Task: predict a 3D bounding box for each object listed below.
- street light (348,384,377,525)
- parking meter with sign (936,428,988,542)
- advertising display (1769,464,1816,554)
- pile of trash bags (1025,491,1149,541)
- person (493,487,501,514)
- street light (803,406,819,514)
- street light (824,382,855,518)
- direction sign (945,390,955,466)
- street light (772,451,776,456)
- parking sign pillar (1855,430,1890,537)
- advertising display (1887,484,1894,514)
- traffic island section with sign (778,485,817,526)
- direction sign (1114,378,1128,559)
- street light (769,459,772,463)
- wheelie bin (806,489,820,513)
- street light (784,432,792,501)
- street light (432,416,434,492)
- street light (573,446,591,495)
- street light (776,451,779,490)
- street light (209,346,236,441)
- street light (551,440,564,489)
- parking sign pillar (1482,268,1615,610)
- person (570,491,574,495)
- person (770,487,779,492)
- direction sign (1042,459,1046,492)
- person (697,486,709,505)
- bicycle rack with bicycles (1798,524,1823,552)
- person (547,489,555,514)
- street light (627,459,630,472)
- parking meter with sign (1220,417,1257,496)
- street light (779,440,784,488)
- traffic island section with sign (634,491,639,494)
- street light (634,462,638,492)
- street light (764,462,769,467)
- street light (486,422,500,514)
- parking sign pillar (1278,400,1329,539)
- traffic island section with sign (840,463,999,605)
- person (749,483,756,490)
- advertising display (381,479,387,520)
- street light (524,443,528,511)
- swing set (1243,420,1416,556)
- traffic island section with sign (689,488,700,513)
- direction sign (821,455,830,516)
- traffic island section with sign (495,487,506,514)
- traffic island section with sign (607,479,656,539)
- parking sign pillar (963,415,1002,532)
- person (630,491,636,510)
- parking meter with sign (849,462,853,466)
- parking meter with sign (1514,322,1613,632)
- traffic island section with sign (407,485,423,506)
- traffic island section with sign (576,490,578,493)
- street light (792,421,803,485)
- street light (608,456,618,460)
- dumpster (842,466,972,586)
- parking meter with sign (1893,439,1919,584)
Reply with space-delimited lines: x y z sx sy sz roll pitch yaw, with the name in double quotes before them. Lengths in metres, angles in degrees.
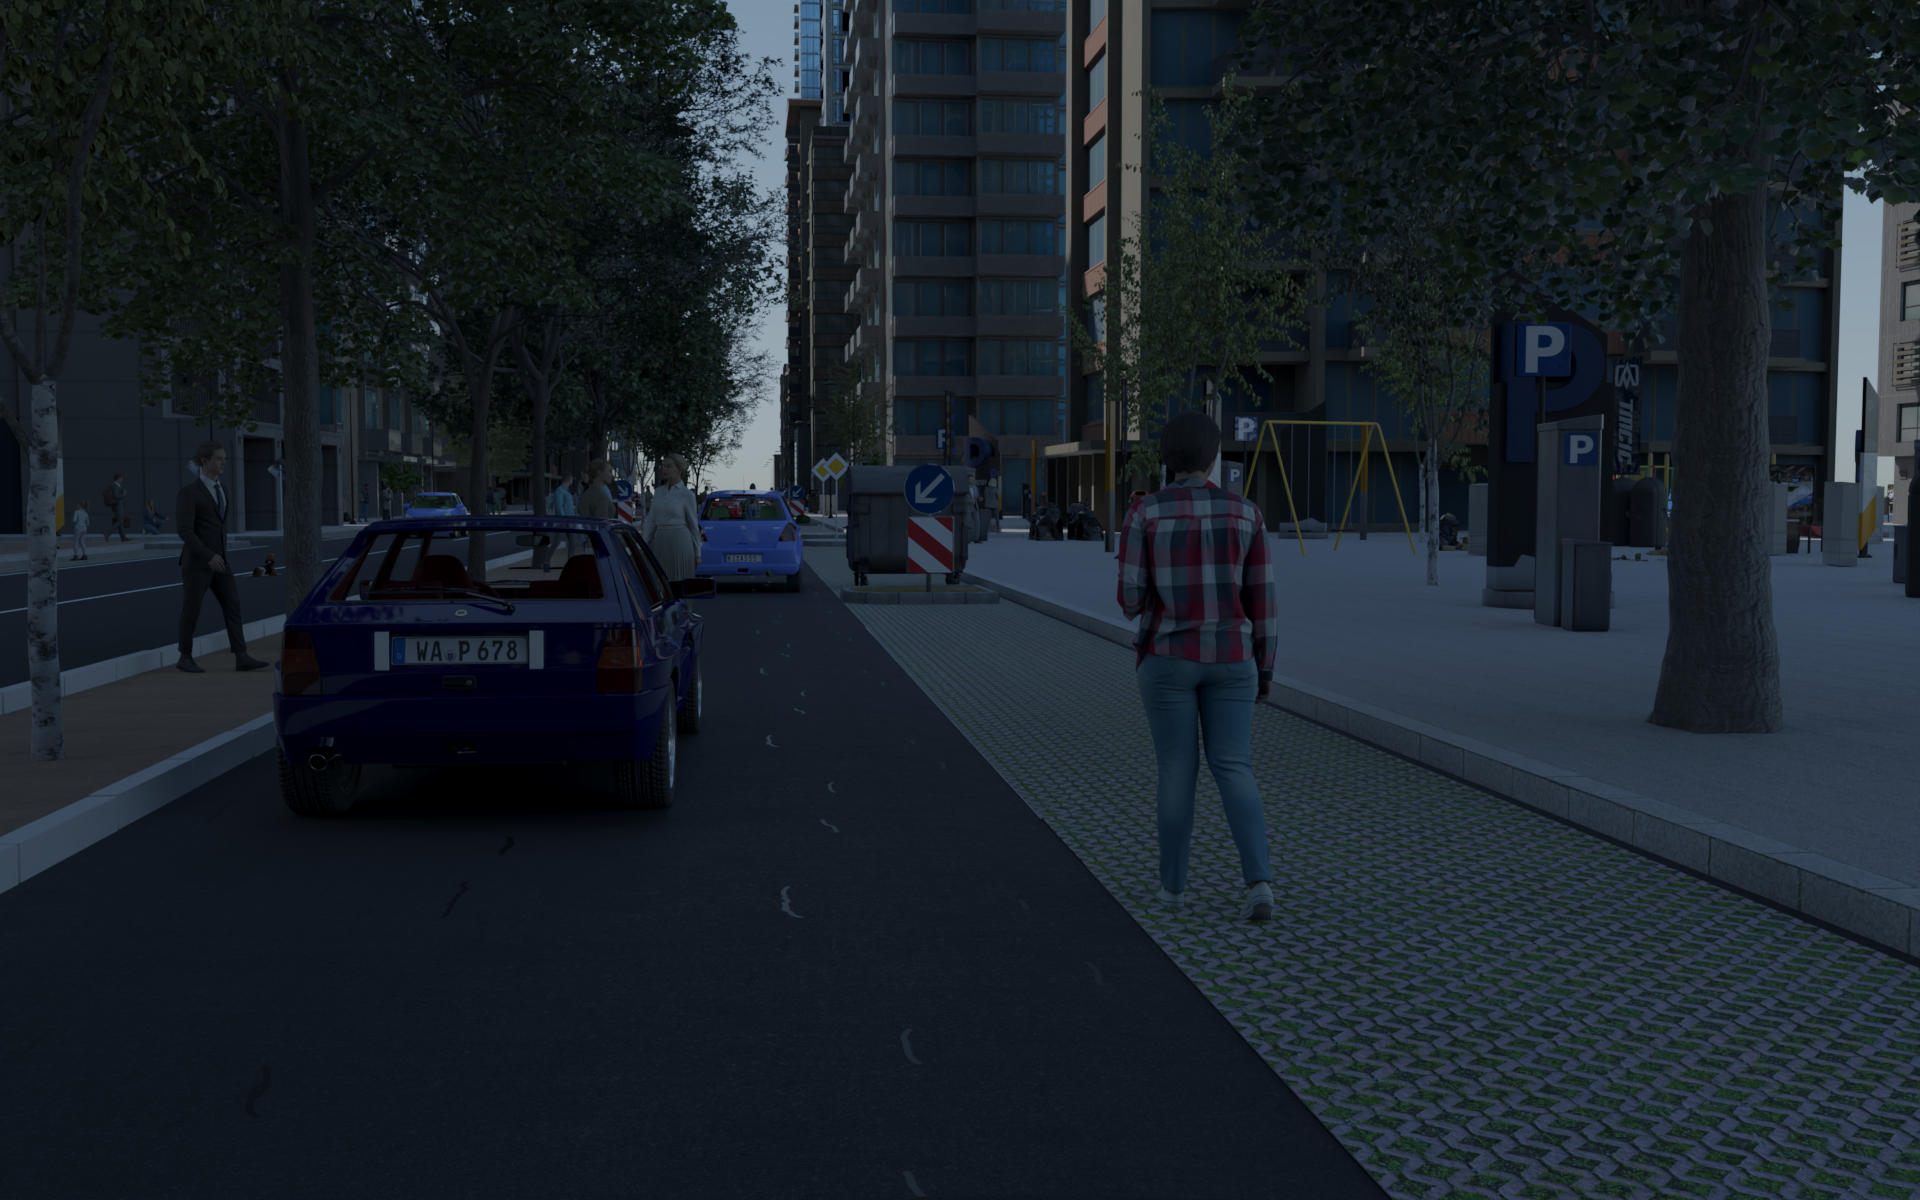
"street light" -24.963 -6.122 72.630 1.470 5.913 1.316 0 4 -7
"parking meter with sign" 0.089 -3.078 46.589 0.543 3.016 1.738 3 4 36
"advertising display" 17.881 -1.963 37.313 0.974 1.923 0.123 0 4 4
"pile of trash bags" 3.588 -2.342 48.046 3.447 1.369 1.912 0 4 5
"person" -25.652 -5.319 95.712 0.529 1.795 0.600 3 4 36
"street light" -7.378 -7.270 91.410 1.470 5.913 1.316 0 4 -7
"street light" -4.959 -6.098 72.250 1.470 5.913 1.316 0 4 -7
"direction sign" -0.223 -2.826 38.195 0.379 3.537 0.876 1 4 12
"street light" -19.220 -13.098 186.699 1.470 5.913 1.316 0 4 -7
"parking sign pillar" 27.086 -3.878 51.883 1.447 3.967 1.447 2 4 30
"advertising display" 60.461 -6.551 112.316 0.123 1.923 0.974 0 4 -3
"traffic island section with sign" -7.490 -4.257 78.229 1.989 1.847 2.006 0 4 -7
"direction sign" 3.238 -2.580 34.187 0.379 3.537 0.876 1 4 12
"street light" -21.638 -14.281 206.037 1.470 5.913 1.316 0 4 -7
"wheelie bin" -9.964 -6.736 118.049 0.980 1.594 0.693 -1 4 -17
"street light" -12.330 -9.678 130.775 1.470 5.913 1.316 0 4 -7
"street light" -27.331 -7.283 91.621 1.470 5.913 1.316 0 4 -7
"street light" -36.978 -11.971 168.267 1.470 5.913 1.316 0 4 -7
"street light" -16.831 -11.930 167.597 1.470 5.913 1.316 0 4 -7
"street light" -22.618 -4.960 53.636 1.470 5.913 1.316 0 4 -7
"street light" -34.596 -10.806 149.215 1.470 5.913 1.316 0 4 -7
"parking sign pillar" 6.725 -1.911 19.709 1.447 3.967 1.447 0 4 1
"person" -36.837 -9.592 163.667 0.742 1.727 0.445 -1 4 -15
"person" -10.279 -5.361 96.130 0.580 1.828 0.573 -3 4 -39
"direction sign" 4.570 -6.221 93.704 0.379 3.537 0.876 1 4 20
"person" -12.260 -4.570 83.177 0.822 1.834 0.622 0 4 -1
"bicycle rack with bicycles" 18.168 -1.579 39.200 2.852 0.926 2.925 0 4 6
"person" -29.428 -7.089 124.675 0.793 1.790 0.793 1 4 14
"street light" -44.822 -15.814 231.096 1.470 5.913 1.316 0 4 -7
"parking meter with sign" 6.215 -2.669 39.906 0.543 3.016 1.738 -1 4 -15
"street light" -14.484 -10.732 148.001 1.470 5.913 1.316 0 4 -7
"traffic island section with sign" -43.803 -13.821 234.606 1.989 1.847 2.006 0 4 -7
"street light" -47.130 -16.976 250.095 1.470 5.913 1.316 0 4 -7
"street light" -27.307 -16.998 250.460 1.470 5.913 1.316 0 4 -7
"street light" -29.763 -8.465 110.949 1.470 5.913 1.316 0 4 -7
"parking sign pillar" 9.901 -3.754 49.853 1.447 3.967 1.447 1 4 20
"traffic island section with sign" -0.596 -0.894 23.248 1.989 1.847 2.006 0 4 -7
"person" -7.312 -3.216 61.095 0.555 1.821 0.388 -2 4 -35
"advertising display" -25.483 -4.370 76.664 0.123 1.923 0.974 -1 4 -10
"street light" -32.110 -9.645 130.238 1.470 5.913 1.316 0 4 -7
"swing set" 7.694 -2.430 37.346 3.119 2.851 2.862 -2 4 -24
"traffic island section with sign" -20.021 -7.428 129.580 2.006 1.907 1.989 0 4 -7
"direction sign" -7.853 -6.685 101.289 0.379 3.537 0.876 2 4 31
"traffic island section with sign" -27.320 -5.767 102.914 1.989 1.847 2.006 0 4 -7
"traffic island section with sign" -10.681 -2.868 55.022 2.006 1.907 1.989 0 4 -7
"parking sign pillar" 0.700 -4.300 58.784 1.447 3.967 1.447 -3 5 -43
"person" -29.579 -9.003 156.634 0.436 1.711 0.756 -2 4 -35
"parking meter with sign" -5.128 -5.964 93.769 1.738 3.016 0.543 2 4 33
"parking meter with sign" 5.912 -1.261 16.873 0.543 3.016 1.738 0 4 1
"traffic island section with sign" -23.954 -4.123 76.044 1.989 1.847 2.006 0 4 -7
"traffic island section with sign" -33.583 -8.836 153.100 1.989 1.847 2.006 0 4 -7
"street light" -9.780 -8.453 110.745 1.470 5.913 1.316 0 4 -7
"street light" -42.481 -14.652 212.102 1.470 5.913 1.316 0 4 -7
"dumpster" -0.817 -1.107 26.313 1.865 1.857 1.264 -1 4 -9
"parking meter with sign" 13.655 -1.701 24.069 0.543 3.016 1.738 0 4 -3
